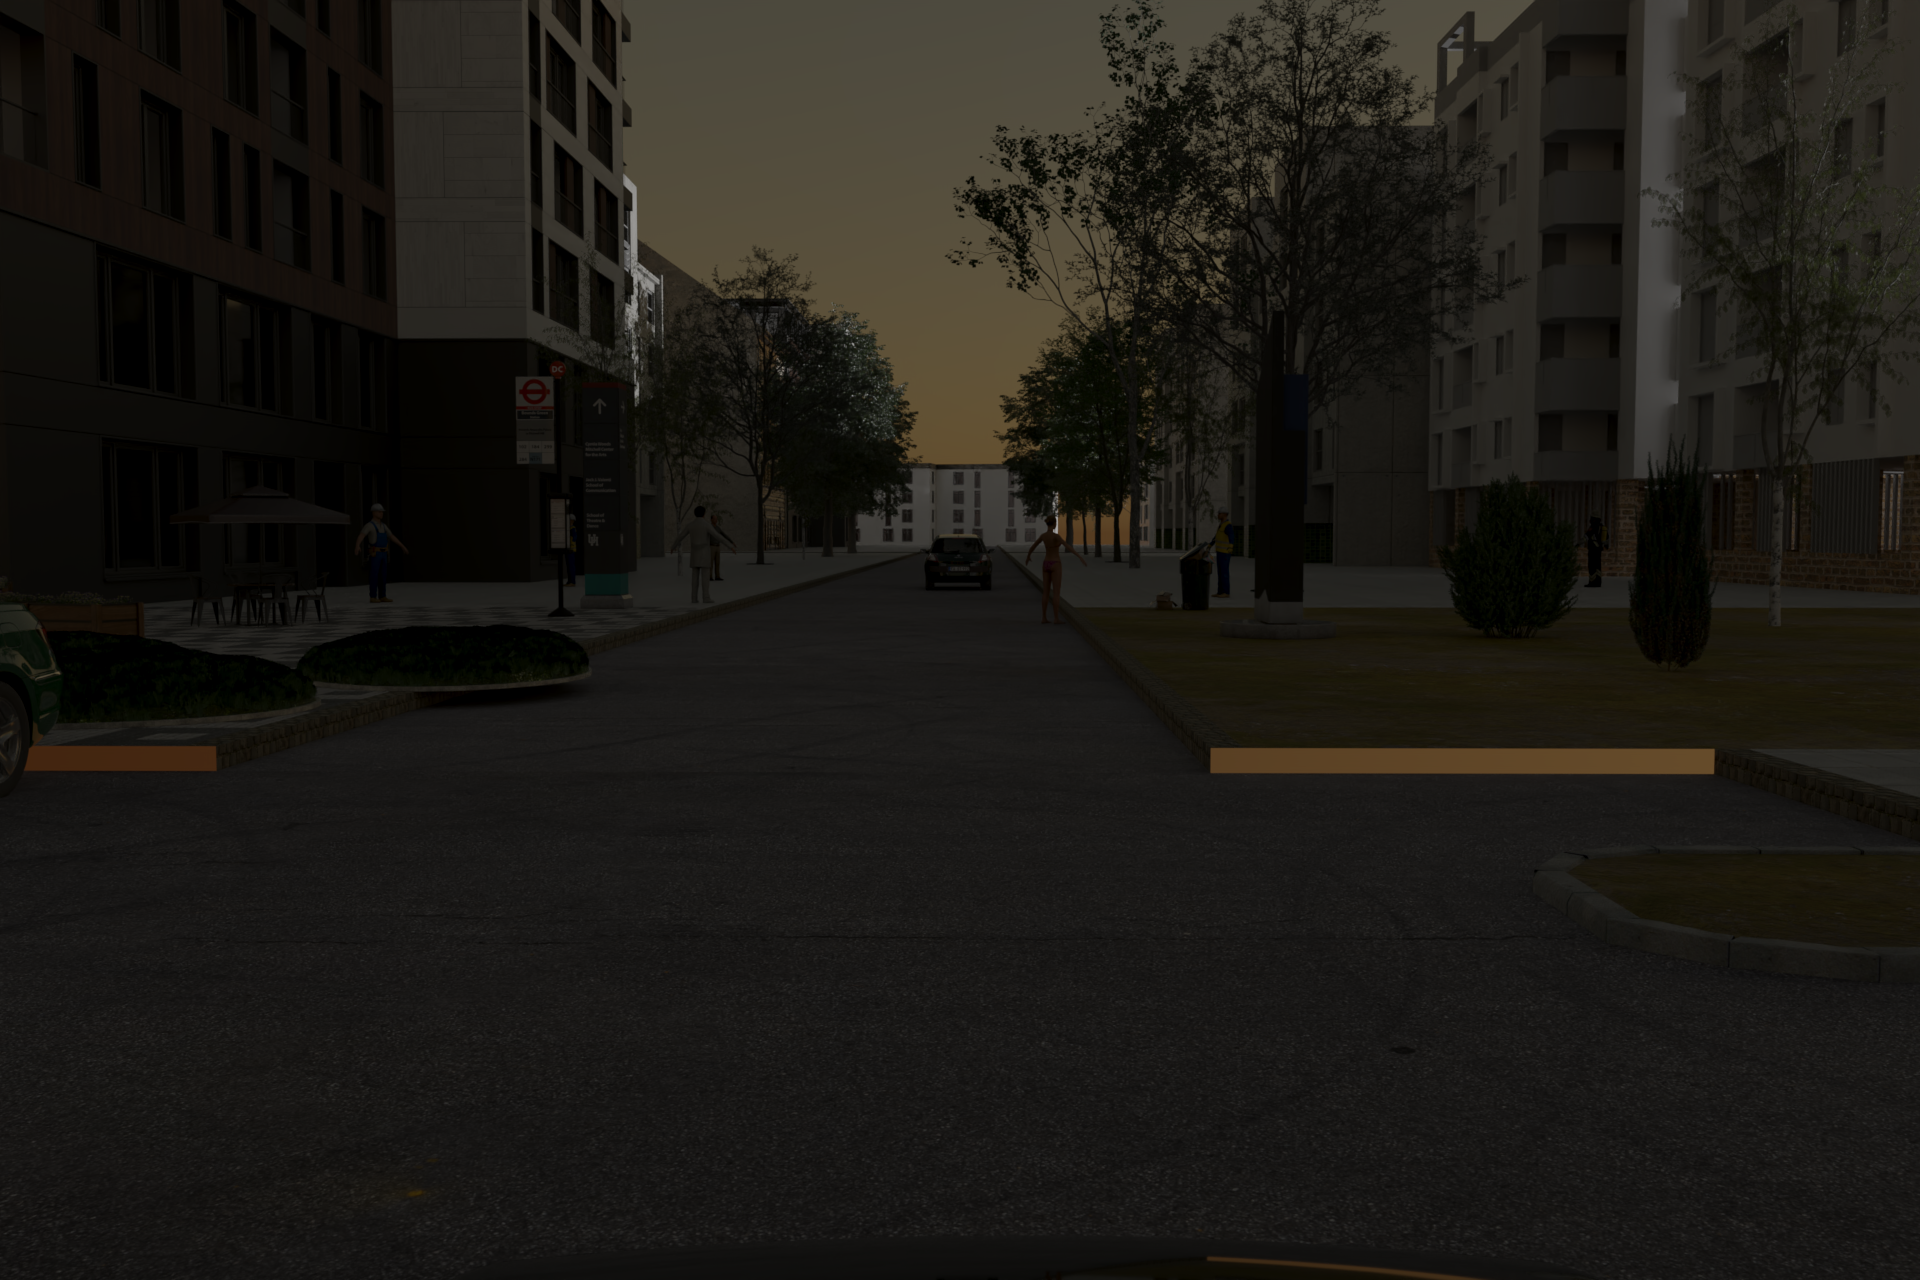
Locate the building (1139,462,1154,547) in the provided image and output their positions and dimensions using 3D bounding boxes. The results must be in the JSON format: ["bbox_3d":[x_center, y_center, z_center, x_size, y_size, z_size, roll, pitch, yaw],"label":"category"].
[{"bbox_3d":[23.556,-14.232,174.834,9.099,9.664,28.070,0,4,1],"label":"building"}]

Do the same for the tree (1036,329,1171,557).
[{"bbox_3d":[7.882,-10.814,94.928,7.486,12.596,7.792,0,3,0],"label":"tree"}]

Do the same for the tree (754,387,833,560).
[{"bbox_3d":[-7.581,-8.309,86.216,4.360,8.622,3.978,0,3,0],"label":"tree"}]

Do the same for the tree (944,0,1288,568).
[{"bbox_3d":[5.633,-12.679,63.190,12.611,20.169,13.585,0,3,0],"label":"tree"}]

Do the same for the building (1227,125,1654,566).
[{"bbox_3d":[23.507,-13.287,83.694,16.747,18.905,31.486,0,4,1],"label":"building"}]

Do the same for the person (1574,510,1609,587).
[{"bbox_3d":[15.272,-2.198,41.722,1.354,1.856,0.705,-3,4,-37],"label":"person"}]

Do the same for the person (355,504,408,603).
[{"bbox_3d":[-10.869,-1.623,32.398,0.705,1.847,1.347,2,4,24],"label":"person"}]

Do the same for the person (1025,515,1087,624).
[{"bbox_3d":[1.515,-1.128,27.709,1.217,1.733,0.721,3,5,41],"label":"person"}]

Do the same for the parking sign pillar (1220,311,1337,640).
[{"bbox_3d":[3.990,-2.028,21.627,1.447,3.967,1.447,0,4,1],"label":"parking sign pillar"}]

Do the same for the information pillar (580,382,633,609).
[{"bbox_3d":[-6.119,-2.480,29.920,0.750,3.857,0.750,0,4,2],"label":"information pillar"}]

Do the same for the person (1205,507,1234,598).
[{"bbox_3d":[5.284,-1.773,34.950,0.705,1.833,1.349,-1,4,-12],"label":"person"}]

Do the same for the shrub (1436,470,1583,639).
[{"bbox_3d":[6.801,-1.064,21.442,1.661,2.075,1.752,0,3,0],"label":"shrub"}]

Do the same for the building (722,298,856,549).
[{"bbox_3d":[-25.184,-19.739,166.709,27.936,21.610,32.646,0,4,1],"label":"building"}]

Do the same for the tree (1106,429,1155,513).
[{"bbox_3d":[20.838,-17.755,200.662,12.009,13.543,11.850,0,3,0],"label":"tree"}]

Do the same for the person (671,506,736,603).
[{"bbox_3d":[-4.818,-1.594,32.256,1.347,1.806,0.705,1,4,18],"label":"person"}]

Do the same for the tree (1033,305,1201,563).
[{"bbox_3d":[7.105,-9.311,77.984,9.928,11.665,9.643,0,3,0],"label":"tree"}]

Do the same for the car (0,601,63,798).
[{"bbox_3d":[-6.121,0.232,7.997,2.131,1.459,4.920,0,4,1],"label":"car"}]

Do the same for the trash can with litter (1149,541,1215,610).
[{"bbox_3d":[3.737,-1.088,29.181,1.055,1.170,0.624,0,4,0],"label":"trash can with litter"}]

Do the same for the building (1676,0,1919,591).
[{"bbox_3d":[25.133,-11.600,46.086,16.016,20.090,11.380,0,4,1],"label":"building"}]

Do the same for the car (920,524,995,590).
[{"bbox_3d":[-0.055,-2.182,45.462,2.009,1.686,4.222,0,4,-1],"label":"car"}]

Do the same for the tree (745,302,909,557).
[{"bbox_3d":[-7.446,-11.656,97.232,9.857,13.997,8.962,0,3,0],"label":"tree"}]

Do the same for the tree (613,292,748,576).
[{"bbox_3d":[-8.607,-6.277,52.989,4.360,8.622,3.978,0,3,0],"label":"tree"}]

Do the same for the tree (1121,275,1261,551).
[{"bbox_3d":[6.231,-5.993,48.349,4.360,8.622,3.978,0,3,0],"label":"tree"}]

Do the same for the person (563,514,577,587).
[{"bbox_3d":[-9.594,-2.190,42.270,0.721,1.772,1.216,-2,4,-27],"label":"person"}]

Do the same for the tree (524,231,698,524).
[{"bbox_3d":[-9.028,-5.670,43.060,4.360,8.622,3.978,0,3,0],"label":"tree"}]

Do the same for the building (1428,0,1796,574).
[{"bbox_3d":[22.947,-12.713,64.278,16.016,20.090,11.380,0,4,1],"label":"building"}]

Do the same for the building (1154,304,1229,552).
[{"bbox_3d":[25.844,-16.818,141.426,16.747,18.905,31.486,0,4,1],"label":"building"}]

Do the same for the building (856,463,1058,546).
[{"bbox_3d":[-2.726,-15.940,205.222,28.070,9.664,9.099,1,4,10],"label":"building"}]

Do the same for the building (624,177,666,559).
[{"bbox_3d":[-24.857,-13.073,80.205,16.747,18.905,31.486,0,4,0],"label":"building"}]

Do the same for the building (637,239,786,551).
[{"bbox_3d":[-24.031,-18.700,136.681,19.493,23.208,18.063,0,4,0],"label":"building"}]

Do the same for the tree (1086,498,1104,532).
[{"bbox_3d":[16.750,-15.779,208.349,4.360,8.622,3.978,0,3,0],"label":"tree"}]

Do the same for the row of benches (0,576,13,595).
[{"bbox_3d":[-14.118,-0.590,25.105,1.422,0.672,4.104,-2,4,-28],"label":"row of benches"}]

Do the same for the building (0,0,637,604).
[{"bbox_3d":[-25.294,-12.181,43.138,27.936,21.610,32.646,0,4,1],"label":"building"}]

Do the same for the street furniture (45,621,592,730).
[{"bbox_3d":[-8.264,0.099,14.010,10.072,0.657,5.734,0,4,-4],"label":"street furniture"}]

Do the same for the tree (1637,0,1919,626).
[{"bbox_3d":[11.154,-4.505,24.015,4.360,8.622,3.978,0,3,0],"label":"tree"}]

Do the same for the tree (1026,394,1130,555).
[{"bbox_3d":[7.454,-10.537,106.689,7.601,10.594,8.767,1,4,12],"label":"tree"}]

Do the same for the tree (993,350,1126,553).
[{"bbox_3d":[7.307,-12.859,116.895,9.857,13.997,8.962,0,3,0],"label":"tree"}]

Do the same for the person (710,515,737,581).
[{"bbox_3d":[-6.734,-2.525,47.552,1.348,1.796,0.705,-3,5,-44],"label":"person"}]

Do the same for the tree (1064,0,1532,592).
[{"bbox_3d":[7.111,-7.800,37.897,12.009,13.543,11.850,0,3,0],"label":"tree"}]

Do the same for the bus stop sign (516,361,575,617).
[{"bbox_3d":[-6.426,-2.332,26.831,0.855,3.939,0.416,0,3,0],"label":"bus stop sign"}]

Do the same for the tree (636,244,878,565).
[{"bbox_3d":[-8.326,-9.929,72.701,12.009,13.543,11.850,0,3,0],"label":"tree"}]

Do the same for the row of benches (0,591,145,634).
[{"bbox_3d":[-10.823,-0.224,19.123,4.104,0.672,1.422,1,4,21],"label":"row of benches"}]

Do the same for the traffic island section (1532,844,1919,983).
[{"bbox_3d":[3.271,1.000,6.514,1.991,0.108,1.994,0,4,2],"label":"traffic island section"}]

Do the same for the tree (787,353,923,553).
[{"bbox_3d":[-7.263,-12.711,114.478,9.857,13.997,8.962,0,3,0],"label":"tree"}]
